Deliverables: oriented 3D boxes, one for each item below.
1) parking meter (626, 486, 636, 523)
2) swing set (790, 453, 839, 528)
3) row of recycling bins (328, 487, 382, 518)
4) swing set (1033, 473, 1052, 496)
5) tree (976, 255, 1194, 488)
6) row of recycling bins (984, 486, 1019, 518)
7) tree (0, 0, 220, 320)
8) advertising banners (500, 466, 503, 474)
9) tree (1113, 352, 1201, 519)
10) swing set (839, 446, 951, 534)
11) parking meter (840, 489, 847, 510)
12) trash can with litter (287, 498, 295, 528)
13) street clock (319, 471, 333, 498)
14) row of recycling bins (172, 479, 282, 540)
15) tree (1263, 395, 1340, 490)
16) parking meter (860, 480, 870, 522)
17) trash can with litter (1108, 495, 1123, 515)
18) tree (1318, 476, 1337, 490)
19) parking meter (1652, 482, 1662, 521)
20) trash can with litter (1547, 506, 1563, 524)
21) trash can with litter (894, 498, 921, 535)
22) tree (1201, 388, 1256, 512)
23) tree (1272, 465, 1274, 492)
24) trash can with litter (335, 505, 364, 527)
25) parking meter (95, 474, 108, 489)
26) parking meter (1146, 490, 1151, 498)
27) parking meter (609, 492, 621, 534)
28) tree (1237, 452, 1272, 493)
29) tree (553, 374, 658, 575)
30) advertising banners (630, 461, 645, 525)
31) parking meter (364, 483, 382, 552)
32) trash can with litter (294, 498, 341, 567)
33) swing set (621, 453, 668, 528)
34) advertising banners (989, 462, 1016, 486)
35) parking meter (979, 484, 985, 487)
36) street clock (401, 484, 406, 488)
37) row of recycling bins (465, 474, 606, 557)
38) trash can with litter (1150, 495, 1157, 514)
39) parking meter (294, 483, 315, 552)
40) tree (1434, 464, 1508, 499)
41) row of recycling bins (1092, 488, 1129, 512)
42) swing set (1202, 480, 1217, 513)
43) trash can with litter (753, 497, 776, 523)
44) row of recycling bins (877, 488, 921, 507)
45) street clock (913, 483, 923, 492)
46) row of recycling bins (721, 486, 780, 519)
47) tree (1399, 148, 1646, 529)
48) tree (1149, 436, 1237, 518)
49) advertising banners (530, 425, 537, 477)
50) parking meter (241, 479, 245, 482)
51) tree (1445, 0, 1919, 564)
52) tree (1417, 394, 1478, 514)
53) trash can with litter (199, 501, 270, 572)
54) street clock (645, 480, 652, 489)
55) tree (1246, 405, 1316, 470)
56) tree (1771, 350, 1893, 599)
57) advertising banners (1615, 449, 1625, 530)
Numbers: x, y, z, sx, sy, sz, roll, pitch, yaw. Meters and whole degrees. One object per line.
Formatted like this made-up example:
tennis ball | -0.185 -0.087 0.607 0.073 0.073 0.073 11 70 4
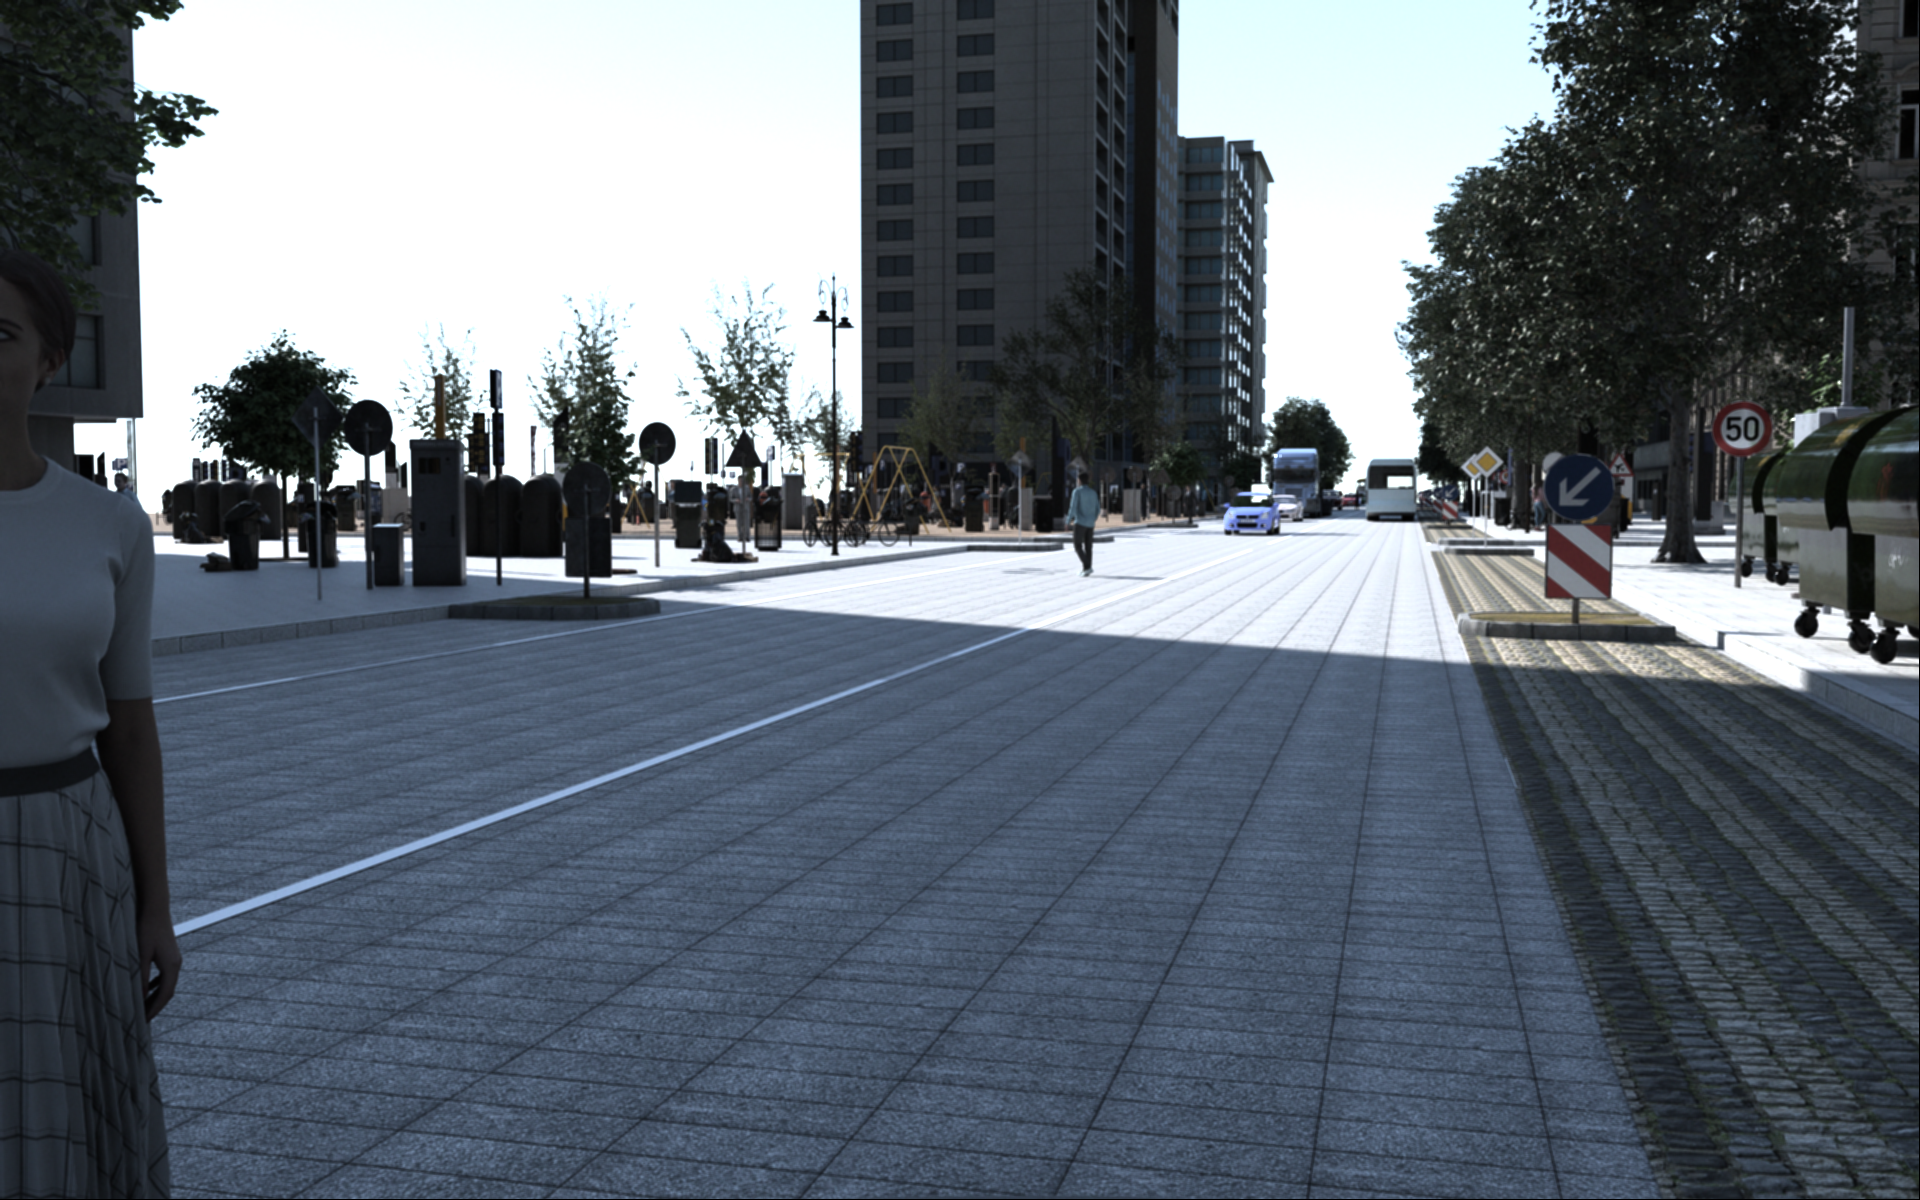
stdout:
parking meter | -14.577 -4.350 76.829 0.399 1.863 0.255 3 5 39
swing set | -5.176 -4.247 67.059 3.119 2.851 2.862 3 5 40
row of recycling bins | -33.044 -5.364 94.807 3.534 1.692 1.069 1 4 17
swing set | 6.867 -7.916 127.038 2.862 2.851 3.119 -2 4 -26
tree | 4.790 -8.210 68.640 8.767 10.594 7.601 0 4 -1
row of recycling bins | 2.196 -5.264 93.175 1.069 1.692 3.534 -2 4 -34
tree | -9.758 -5.783 12.675 7.486 12.596 7.792 0 3 0
advertising banners | -18.014 -4.499 69.743 0.090 3.025 2.074 2 4 33
tree | 9.851 -8.424 88.088 4.360 8.622 3.978 0 3 0
swing set | -2.050 -3.644 57.204 2.862 2.851 3.119 1 4 14
parking meter | -6.334 -5.266 94.511 0.372 1.533 0.369 0 3 0
trash can with litter | -25.318 -3.289 65.155 1.055 1.170 0.624 -1 4 -20
street clock | -15.957 -2.386 43.578 0.358 2.002 0.471 0 4 3
row of recycling bins | -20.816 -2.569 49.108 3.534 1.692 1.069 1 4 18
tree | 38.269 -17.163 198.745 7.486 12.596 7.792 0 3 0
parking meter | -4.067 -4.182 74.092 0.255 1.863 0.399 3 4 39
trash can with litter | 9.704 -6.000 109.150 1.678 1.210 2.233 3 4 36
tree | 55.062 -16.967 261.131 4.285 4.588 4.351 0 3 0
parking meter | 33.524 -4.748 83.338 0.255 1.863 0.399 -2 4 -28
trash can with litter | 20.240 -2.879 58.461 0.624 1.170 1.055 0 4 -1
trash can with litter | -1.697 -2.631 54.407 0.624 1.170 1.055 -3 5 -42
tree | 18.383 -10.448 121.181 4.360 8.622 3.978 0 3 0
tree | 30.200 -11.047 164.336 4.285 4.588 4.351 0 3 0
trash can with litter | -23.822 -3.462 67.659 1.678 1.210 2.233 2 4 29
parking meter | -24.931 -2.726 50.275 0.255 1.863 0.399 1 4 8
parking meter | 12.856 -6.766 119.042 0.372 1.533 0.369 0 3 0
parking meter | -11.210 -2.930 56.319 0.372 1.533 0.369 0 3 0
tree | 21.402 -9.131 133.000 4.285 4.588 4.351 0 3 0
tree | -5.645 -2.044 28.020 1.663 3.219 1.824 0 3 0
advertising banners | -13.316 -4.610 71.560 0.090 3.025 2.074 -2 4 -26
parking meter | -13.126 -1.854 38.729 0.372 1.533 0.369 0 3 0
trash can with litter | -11.239 -1.165 30.442 0.624 1.170 1.055 -1 4 -13
swing set | -12.536 -4.199 66.276 2.862 2.851 3.119 1 4 18
advertising banners | 2.431 -6.079 95.572 2.074 3.025 0.090 -3 4 -36
parking meter | 1.251 -5.804 100.613 0.255 1.863 0.399 -1 4 -22
street clock | -41.406 -7.593 128.719 0.471 2.002 0.358 -1 4 -19
row of recycling bins | -8.977 -1.756 35.815 3.534 1.692 1.069 1 4 14
trash can with litter | 12.904 -6.202 112.465 2.233 1.210 1.678 2 4 31
parking meter | -14.418 -1.822 38.206 0.372 1.533 0.369 0 3 0
tree | 31.137 -9.278 102.060 4.360 8.622 3.978 0 3 0
row of recycling bins | 10.588 -7.136 123.788 3.534 1.692 1.069 0 4 3
swing set | 15.107 -7.165 114.768 2.862 2.851 3.119 2 4 32
trash can with litter | -8.581 -3.940 75.804 1.055 1.170 0.624 -1 4 -22
row of recycling bins | -3.797 -6.511 113.564 1.069 1.692 3.534 2 4 34
street clock | -2.988 -6.954 118.265 0.471 2.002 0.358 3 4 37
row of recycling bins | -11.050 -5.028 89.328 3.534 1.692 1.069 -1 4 -19
tree | 20.643 -9.588 63.425 9.857 13.997 8.962 0 3 0
tree | 12.008 -6.815 95.144 4.285 4.588 4.351 0 3 0
advertising banners | -10.878 -2.878 43.249 0.090 3.025 2.074 0 4 5
parking meter | -28.377 -3.827 68.282 0.399 1.863 0.255 -1 4 -23
tree | 13.341 -7.039 32.092 9.611 12.733 9.660 0 3 0
tree | 33.025 -11.273 110.068 9.928 11.665 9.643 0 3 0
trash can with litter | -12.110 -1.072 28.912 0.624 1.170 1.055 2 4 24
street clock | -16.378 -5.294 91.121 0.358 2.002 0.471 -3 4 -37
tree | 33.608 -15.088 181.095 8.767 10.594 7.601 2 4 30
tree | 10.881 -1.622 21.119 1.663 3.219 1.824 0 3 0
advertising banners | 19.914 -3.495 53.336 2.074 3.025 0.090 -2 4 -35
